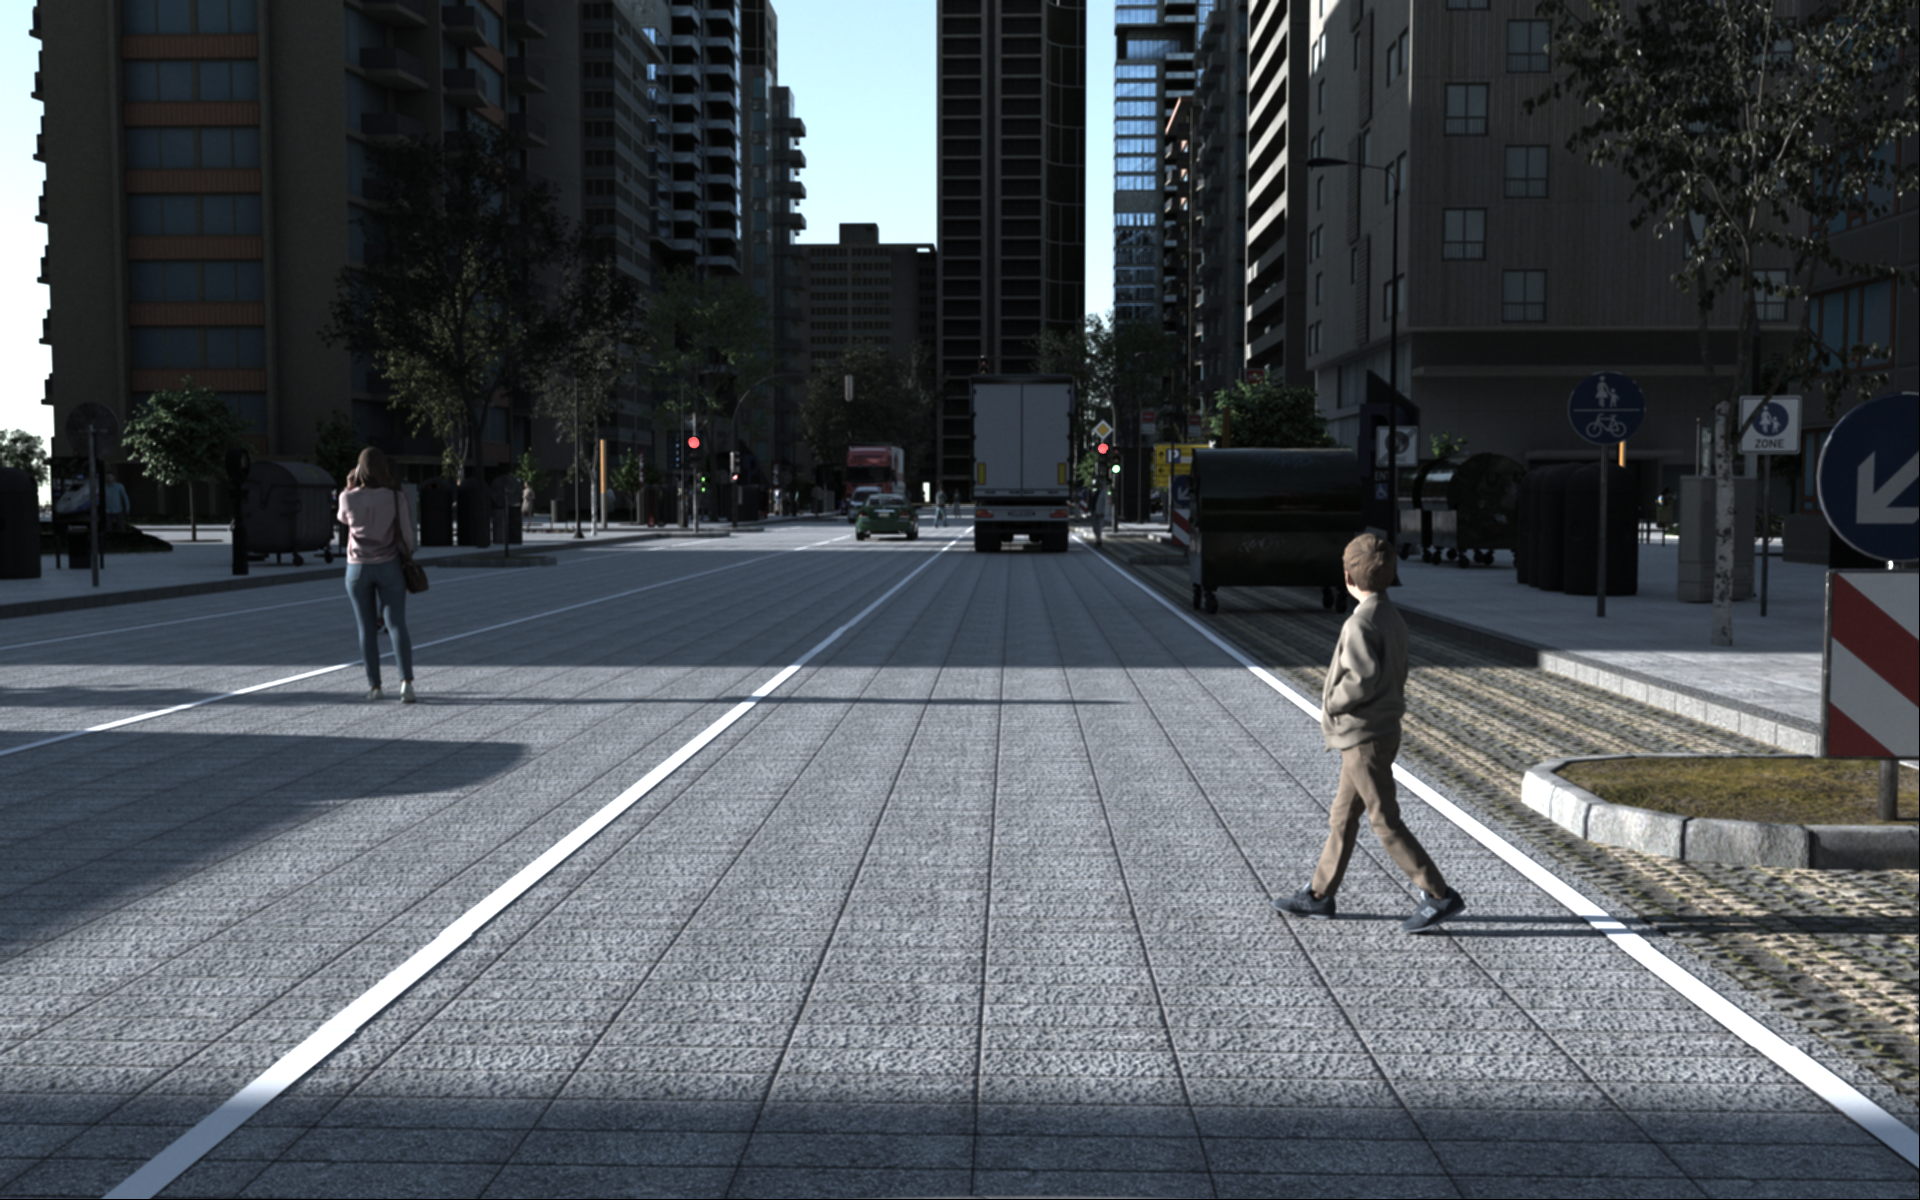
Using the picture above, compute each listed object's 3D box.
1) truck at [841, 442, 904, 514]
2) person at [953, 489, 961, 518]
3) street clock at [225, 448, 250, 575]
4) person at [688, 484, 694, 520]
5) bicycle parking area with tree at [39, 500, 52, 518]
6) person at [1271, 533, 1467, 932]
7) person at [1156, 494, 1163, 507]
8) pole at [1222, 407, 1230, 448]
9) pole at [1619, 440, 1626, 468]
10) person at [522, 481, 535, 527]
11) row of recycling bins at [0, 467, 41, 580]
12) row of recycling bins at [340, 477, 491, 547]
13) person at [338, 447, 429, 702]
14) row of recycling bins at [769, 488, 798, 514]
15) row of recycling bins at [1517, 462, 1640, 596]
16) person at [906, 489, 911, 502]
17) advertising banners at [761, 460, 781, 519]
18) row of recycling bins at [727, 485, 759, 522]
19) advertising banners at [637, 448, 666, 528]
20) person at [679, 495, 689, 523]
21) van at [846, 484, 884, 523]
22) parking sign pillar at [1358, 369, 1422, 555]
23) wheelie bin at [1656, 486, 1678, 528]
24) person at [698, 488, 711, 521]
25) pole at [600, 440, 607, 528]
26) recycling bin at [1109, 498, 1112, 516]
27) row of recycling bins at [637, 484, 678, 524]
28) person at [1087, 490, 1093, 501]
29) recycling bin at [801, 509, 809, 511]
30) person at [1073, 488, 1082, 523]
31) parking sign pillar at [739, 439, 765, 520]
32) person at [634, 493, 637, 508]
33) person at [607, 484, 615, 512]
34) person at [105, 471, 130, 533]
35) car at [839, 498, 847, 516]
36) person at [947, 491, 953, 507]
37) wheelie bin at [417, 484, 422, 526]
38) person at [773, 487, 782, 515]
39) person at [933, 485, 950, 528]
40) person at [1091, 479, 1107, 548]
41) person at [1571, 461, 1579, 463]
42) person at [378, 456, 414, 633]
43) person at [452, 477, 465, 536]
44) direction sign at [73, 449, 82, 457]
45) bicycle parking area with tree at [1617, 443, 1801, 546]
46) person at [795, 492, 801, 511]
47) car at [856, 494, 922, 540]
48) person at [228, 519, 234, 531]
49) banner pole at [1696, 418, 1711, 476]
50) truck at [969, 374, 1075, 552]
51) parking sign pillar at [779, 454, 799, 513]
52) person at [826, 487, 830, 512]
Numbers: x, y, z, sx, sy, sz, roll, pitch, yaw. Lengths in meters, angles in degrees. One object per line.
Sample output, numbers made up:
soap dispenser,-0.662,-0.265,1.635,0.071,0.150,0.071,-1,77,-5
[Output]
truck,-4.699,-6.540,95.841,2.839,4.237,11.283,0,4,2
person,-0.199,-5.765,103.310,0.519,1.759,0.362,1,4,16
street clock,-11.435,-1.400,27.464,0.358,2.002,0.471,0,4,-3
person,-13.485,-4.924,86.746,0.606,1.804,0.583,1,4,19
bicycle parking area with tree,-51.487,-7.189,104.534,9.016,4.147,8.231,1,4,14
person,1.345,0.432,5.702,0.640,1.303,0.475,1,4,17
person,18.341,-9.394,160.352,1.217,1.743,0.721,3,5,40
pole,6.231,-2.861,40.625,0.158,3.312,0.155,0,3,0
pole,24.991,-4.376,65.389,0.158,3.312,0.155,0,3,0
person,-16.703,-3.689,66.702,0.599,1.781,0.374,1,4,23
row of recycling bins,-14.871,-1.093,24.987,1.069,1.692,3.534,1,4,16
row of recycling bins,-13.376,-2.169,42.583,3.534,1.692,1.069,-1,4,-20
person,-3.977,-0.175,11.952,0.593,1.750,0.643,-1,4,-18
row of recycling bins,-11.674,-6.520,113.715,1.069,1.692,3.534,-2,4,-33
row of recycling bins,8.268,-0.997,23.412,1.069,1.692,3.534,0,4,6
person,-3.986,-7.601,132.801,0.654,1.822,0.581,3,5,44
advertising banners,-10.180,-5.680,89.049,2.074,3.025,0.090,1,4,10
row of recycling bins,-10.143,-4.536,81.284,1.069,1.692,3.534,0,4,6
advertising banners,-11.862,-4.303,66.539,0.090,3.025,2.074,1,4,20
person,-10.623,-3.424,66.706,0.352,1.250,0.332,-2,4,-26
van,-4.590,-4.833,86.031,2.013,2.044,4.112,0,4,2
parking sign pillar,9.126,-2.964,36.936,1.447,3.967,1.447,-3,4,-39
wheelie bin,26.429,-3.478,64.774,0.693,1.594,0.980,2,4,31
person,-12.286,-4.738,83.608,0.767,1.812,0.694,3,4,36
pole,-13.350,-4.346,64.906,0.158,3.312,0.155,0,3,0
recycling bin,9.265,-5.493,102.365,0.722,1.027,0.722,-1,4,-18
row of recycling bins,-12.910,-4.138,74.771,1.069,1.692,3.534,1,4,14
person,14.373,-11.160,189.295,1.217,1.735,0.721,-2,4,-29
recycling bin,-11.643,-7.078,128.282,0.722,1.027,0.722,2,4,32
person,5.867,-4.720,86.228,0.362,1.759,0.519,-1,4,-19
parking sign pillar,-10.394,-5.943,85.641,1.447,3.967,1.447,2,4,27
person,-20.481,-6.378,110.287,0.622,1.834,0.822,1,4,10
person,-18.372,-5.163,90.687,0.478,1.798,0.641,2,4,31
person,-19.804,-2.111,40.585,0.660,1.820,0.620,-1,4,-19
car,-6.900,-6.140,112.961,1.945,1.354,3.894,0,3,0
person,-1.088,-10.781,185.296,0.721,1.766,1.217,3,5,42
wheelie bin,-17.057,-2.914,55.559,0.980,1.594,0.693,-2,4,-26
person,-11.234,-6.196,107.365,0.654,1.822,0.581,-3,5,-42
person,-0.807,-3.928,72.714,0.713,1.824,0.794,-2,4,-30
person,3.704,-2.301,45.992,0.514,1.842,0.818,2,4,23
person,10.038,-1.347,28.186,0.709,1.813,0.853,1,4,10
person,-5.870,-0.569,17.814,0.388,1.821,0.555,3,5,41
person,-14.764,-2.769,51.582,0.850,1.792,0.678,-1,4,-9
direction sign,-34.311,-4.613,67.411,0.379,3.537,0.876,-1,4,-9
bicycle parking area with tree,19.122,-3.437,43.197,8.231,4.147,9.016,2,4,24
person,-10.193,-6.424,111.088,0.660,1.820,0.620,-2,4,-31
car,-2.287,-2.638,54.921,2.131,1.459,4.920,0,4,1
person,-26.141,-3.329,62.797,0.748,1.841,0.638,0,4,4
banner pole,24.491,-4.105,57.142,0.863,3.779,0.401,-2,4,-29
truck,1.638,-3.506,46.234,2.839,4.237,11.283,0,4,2
parking sign pillar,-11.672,-7.888,117.435,1.447,3.967,1.447,2,4,34
person,-9.716,-7.418,127.347,0.620,1.820,0.660,-1,4,-15
